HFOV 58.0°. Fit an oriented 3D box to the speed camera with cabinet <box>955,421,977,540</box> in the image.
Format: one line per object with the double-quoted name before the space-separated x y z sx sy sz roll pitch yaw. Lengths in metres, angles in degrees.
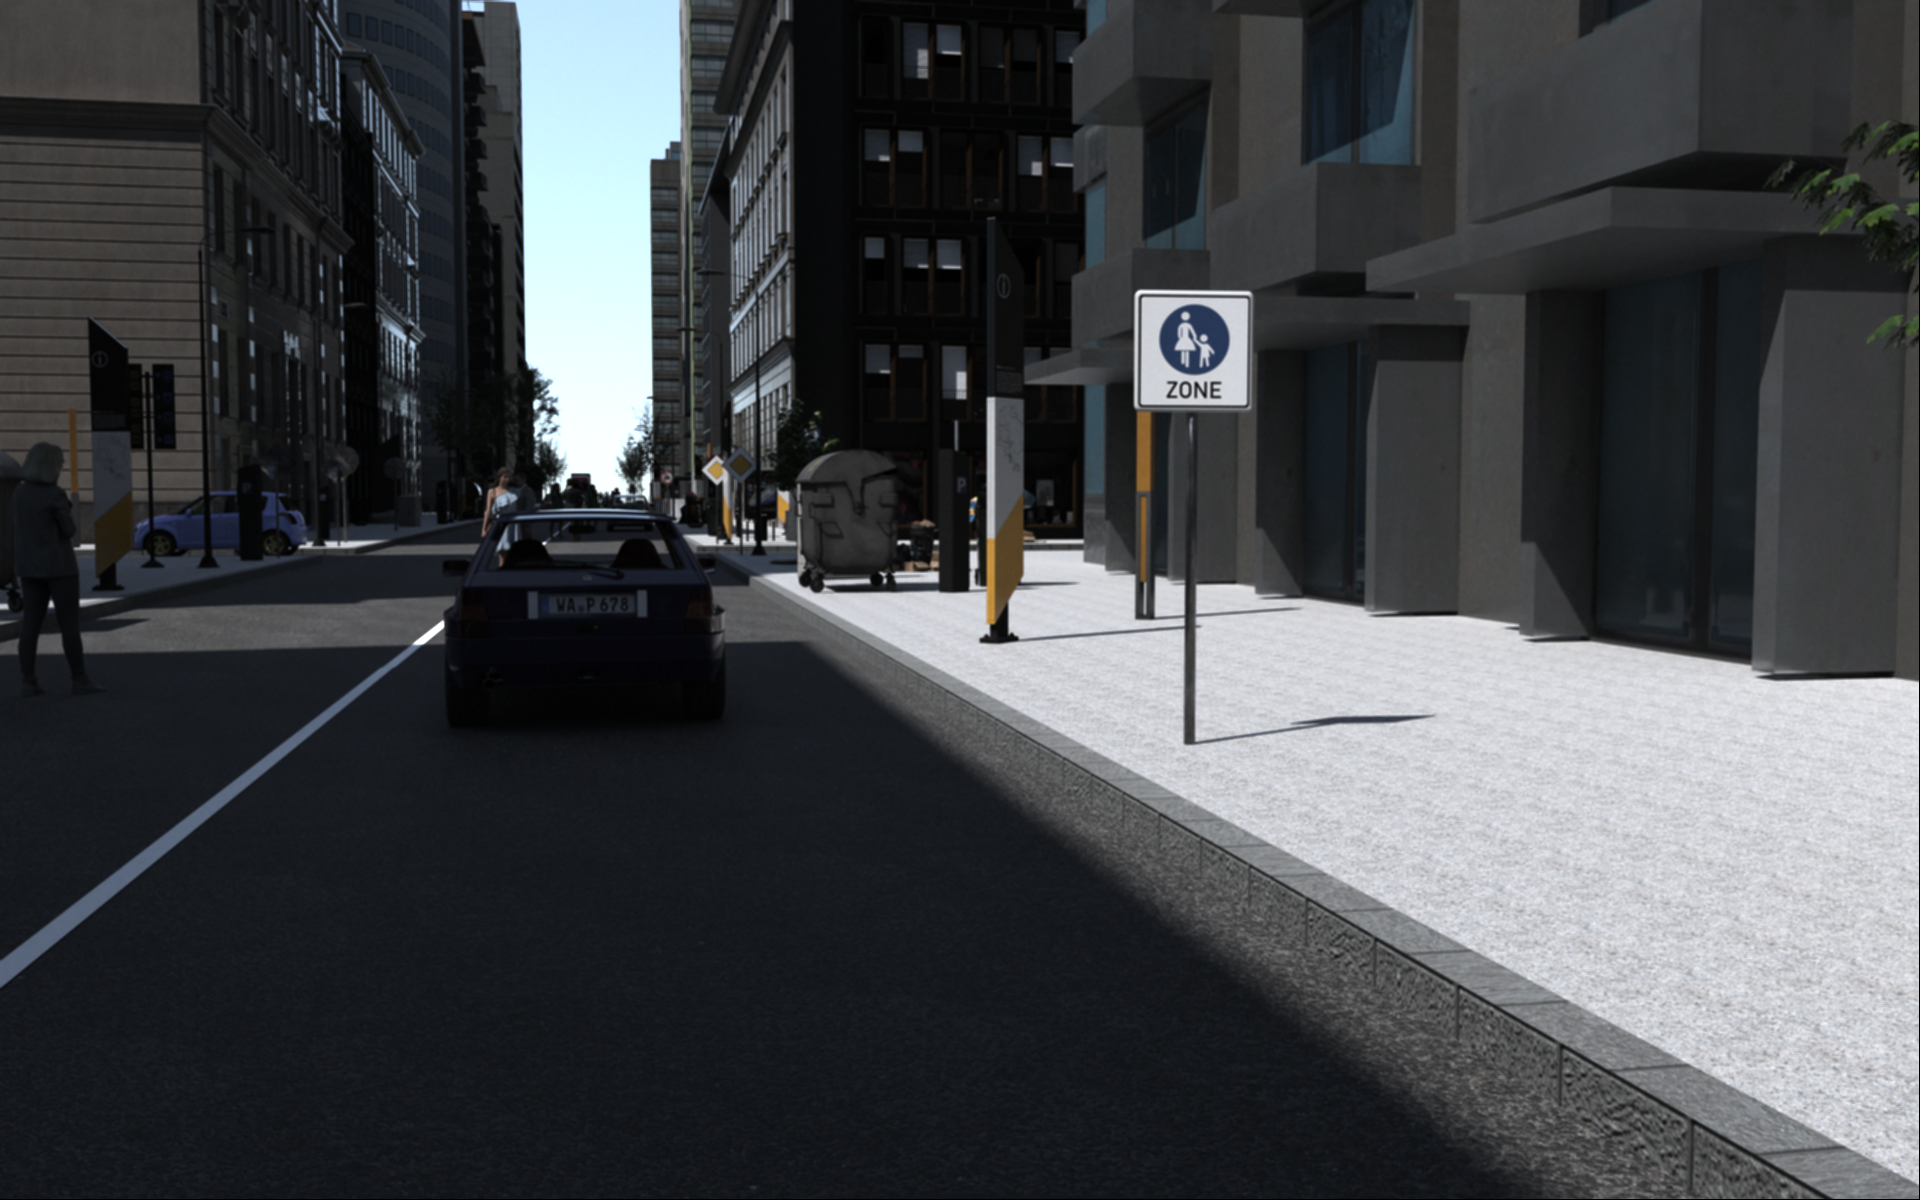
"speed camera with cabinet" 0.495 -3.226 47.087 2.038 3.252 0.660 -1 4 -20

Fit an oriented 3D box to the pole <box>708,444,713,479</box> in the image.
"pole" -10.092 -4.664 70.098 0.158 3.312 0.155 0 3 0

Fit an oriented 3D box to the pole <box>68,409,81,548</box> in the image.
"pole" -21.159 -2.908 41.384 0.158 3.312 0.155 0 3 0

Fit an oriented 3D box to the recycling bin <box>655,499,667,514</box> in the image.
"recycling bin" -16.643 -5.164 96.978 0.722 1.027 0.722 0 4 7

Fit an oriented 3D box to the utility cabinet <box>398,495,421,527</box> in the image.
"utility cabinet" -21.830 -3.514 68.620 1.020 1.237 0.306 2 4 33

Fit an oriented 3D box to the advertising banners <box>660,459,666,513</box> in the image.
"advertising banners" -14.532 -5.426 84.909 0.090 3.025 2.074 0 4 -3

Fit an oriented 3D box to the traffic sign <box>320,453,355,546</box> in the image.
"traffic sign" -15.212 -2.369 42.368 0.795 2.450 0.064 -1 4 -12

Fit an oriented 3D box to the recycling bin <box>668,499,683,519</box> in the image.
"recycling bin" -15.070 -4.913 92.888 0.722 1.027 0.722 0 4 8

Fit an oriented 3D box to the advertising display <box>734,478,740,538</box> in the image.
"advertising display" -6.566 -2.820 51.326 0.123 1.923 0.974 -1 4 -14

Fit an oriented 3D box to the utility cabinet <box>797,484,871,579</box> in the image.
"utility cabinet" -1.862 -1.064 26.072 1.173 1.500 0.318 -2 4 -35

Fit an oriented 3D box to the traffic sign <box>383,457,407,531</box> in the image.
"traffic sign" -19.508 -3.653 59.835 0.768 2.556 0.104 -1 4 -11

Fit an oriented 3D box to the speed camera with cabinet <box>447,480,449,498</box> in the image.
"speed camera with cabinet" -31.846 -7.096 110.352 2.038 3.252 0.660 -3 5 -44

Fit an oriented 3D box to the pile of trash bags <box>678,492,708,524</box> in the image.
"pile of trash bags" -11.288 -3.974 74.732 1.912 1.369 3.447 0 4 3

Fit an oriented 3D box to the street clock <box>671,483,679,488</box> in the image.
"street clock" -18.172 -6.478 110.485 0.471 2.002 0.358 -2 4 -31

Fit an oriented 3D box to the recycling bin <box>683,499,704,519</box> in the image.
"recycling bin" -13.814 -4.752 90.244 0.722 1.027 0.722 1 4 14

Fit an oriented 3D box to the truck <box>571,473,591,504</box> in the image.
"truck" -51.867 -15.171 236.963 2.839 4.237 11.283 -1 4 -11

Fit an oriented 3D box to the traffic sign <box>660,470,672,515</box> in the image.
"traffic sign" -15.782 -5.709 93.441 0.768 2.556 0.104 0 4 -7

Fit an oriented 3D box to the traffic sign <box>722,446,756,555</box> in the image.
"traffic sign" -4.601 -2.001 36.358 0.795 2.450 0.064 -1 4 -12

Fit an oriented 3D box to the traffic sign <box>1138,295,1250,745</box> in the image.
"traffic sign" 1.175 -0.409 8.809 0.606 2.300 0.079 0 4 -6

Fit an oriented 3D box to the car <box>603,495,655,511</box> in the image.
"car" -12.984 -3.423 67.976 2.014 1.417 4.499 -1 4 -12

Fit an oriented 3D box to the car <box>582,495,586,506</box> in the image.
"car" -46.000 -11.988 208.362 2.083 1.381 4.827 -1 4 -12

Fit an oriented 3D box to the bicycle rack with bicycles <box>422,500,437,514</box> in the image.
"bicycle rack with bicycles" -34.713 -6.075 112.716 2.852 0.926 2.925 -2 4 -34

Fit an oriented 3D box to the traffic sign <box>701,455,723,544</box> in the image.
"traffic sign" -6.199 -2.479 44.182 0.795 2.450 0.064 -1 4 -12

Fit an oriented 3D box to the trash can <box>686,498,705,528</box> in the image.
"trash can" -10.063 -3.318 65.905 0.748 1.137 0.748 0 3 0

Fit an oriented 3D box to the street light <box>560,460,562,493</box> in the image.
"street light" -54.449 -16.040 234.790 1.470 5.913 1.316 -1 4 -12

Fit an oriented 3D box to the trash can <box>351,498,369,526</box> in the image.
"trash can" -24.382 -3.594 70.419 0.748 1.137 0.748 0 3 0

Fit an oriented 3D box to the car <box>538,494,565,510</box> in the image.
"car" -26.033 -6.276 111.648 2.155 1.783 4.494 -1 4 -10

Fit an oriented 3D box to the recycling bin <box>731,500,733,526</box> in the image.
"recycling bin" -9.483 -3.428 68.605 0.722 1.027 0.722 3 5 43

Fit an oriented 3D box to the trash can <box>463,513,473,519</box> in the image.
"trash can" -25.266 -4.718 88.785 0.748 1.137 0.748 0 3 0

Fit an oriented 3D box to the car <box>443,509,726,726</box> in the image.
"car" -2.649 0.025 12.173 1.945 1.354 3.894 -1 4 -13

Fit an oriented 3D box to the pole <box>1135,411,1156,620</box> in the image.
"pole" 1.894 -1.456 17.641 0.158 3.312 0.155 0 3 0

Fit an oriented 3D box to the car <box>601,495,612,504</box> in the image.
"car" -49.190 -14.055 242.160 2.083 1.381 4.827 -1 4 -11

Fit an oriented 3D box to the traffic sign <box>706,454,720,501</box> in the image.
"traffic sign" -7.670 -3.356 54.973 0.768 2.556 0.104 0 4 -5

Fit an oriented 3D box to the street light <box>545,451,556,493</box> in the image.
"street light" -47.346 -13.928 200.266 1.470 5.913 1.316 -1 4 -12

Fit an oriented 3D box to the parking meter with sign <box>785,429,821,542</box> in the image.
"parking meter with sign" -4.305 -3.087 46.738 0.543 3.016 1.738 -2 4 -24

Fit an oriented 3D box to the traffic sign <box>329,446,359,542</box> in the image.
"traffic sign" -16.354 -2.808 46.015 0.768 2.556 0.104 0 4 -4

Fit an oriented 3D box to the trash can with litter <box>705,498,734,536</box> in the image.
"trash can with litter" -7.246 -2.518 52.551 0.624 1.170 1.055 -3 5 -44

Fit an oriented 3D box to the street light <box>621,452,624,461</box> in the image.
"street light" -39.213 -14.238 205.325 1.470 5.913 1.316 -1 4 -12

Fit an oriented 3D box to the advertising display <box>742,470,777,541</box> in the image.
"advertising display" -5.435 -2.569 47.210 0.974 1.923 0.123 -3 5 -40

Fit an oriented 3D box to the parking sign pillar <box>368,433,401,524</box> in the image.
"parking sign pillar" -25.151 -5.331 75.633 1.447 3.967 1.447 -3 4 -38

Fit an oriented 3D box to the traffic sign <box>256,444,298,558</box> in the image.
"traffic sign" -13.614 -1.890 34.544 0.795 2.450 0.064 -1 4 -12

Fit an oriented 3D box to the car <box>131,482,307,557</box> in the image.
"car" -16.794 -1.816 39.277 3.694 1.707 1.945 -1 4 -13
